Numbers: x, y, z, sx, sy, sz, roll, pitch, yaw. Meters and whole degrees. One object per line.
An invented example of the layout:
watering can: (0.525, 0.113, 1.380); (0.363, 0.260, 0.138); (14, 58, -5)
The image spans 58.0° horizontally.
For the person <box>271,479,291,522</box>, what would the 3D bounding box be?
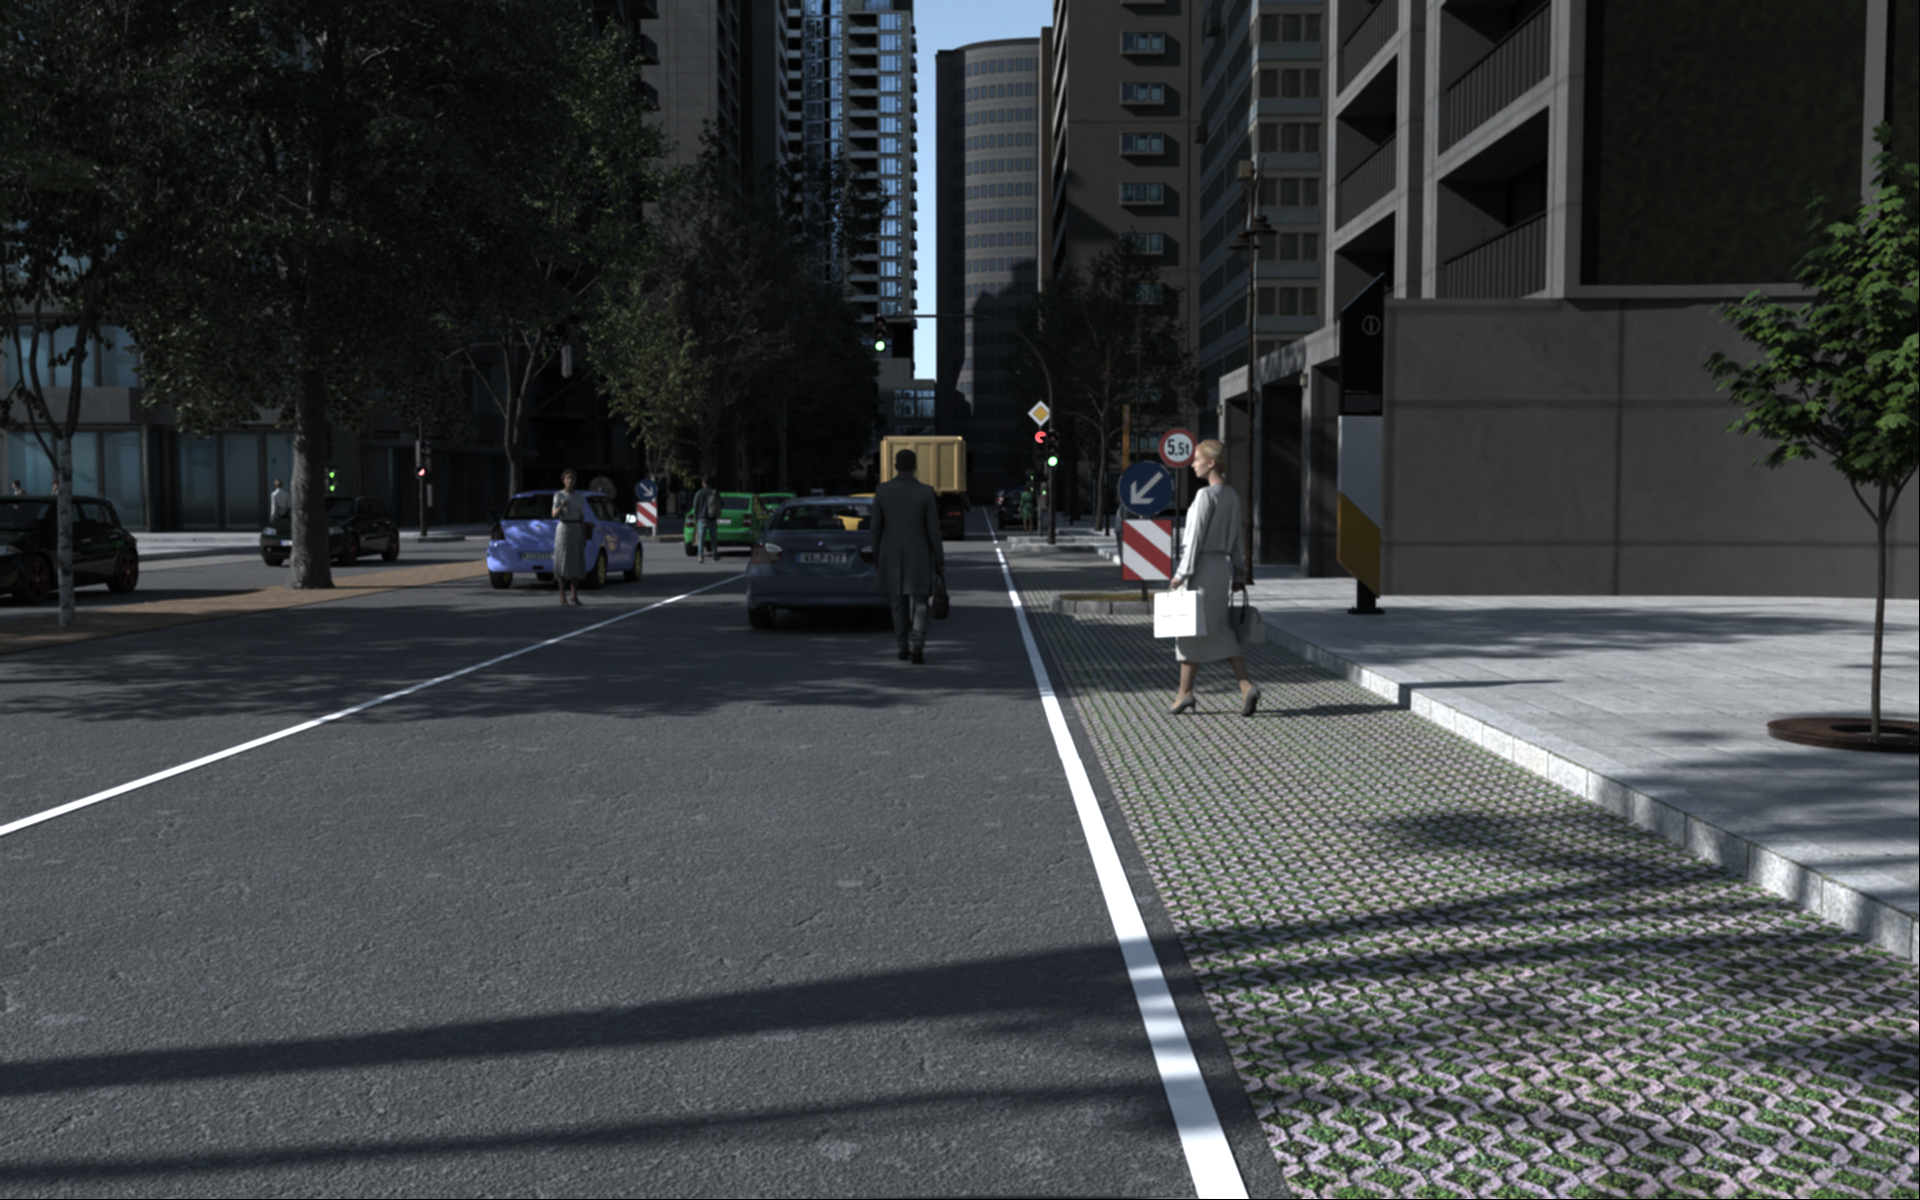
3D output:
person: (-16.127, -1.983, 41.153); (0.478, 1.798, 0.641); (-2, 4, -28)

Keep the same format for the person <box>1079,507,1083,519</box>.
person: (5.876, -4.542, 85.806); (0.738, 1.151, 1.012); (1, 4, 21)

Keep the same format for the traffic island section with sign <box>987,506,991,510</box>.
traffic island section with sign: (3.553, -8.881, 153.826); (1.989, 1.847, 2.006); (0, 4, 1)

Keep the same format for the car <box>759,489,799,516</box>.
car: (-6.343, -3.183, 60.844); (1.959, 1.807, 4.718); (0, 4, 2)

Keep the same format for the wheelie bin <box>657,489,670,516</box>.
wheelie bin: (-17.514, -5.739, 101.741); (0.980, 1.594, 0.693); (0, 4, 0)

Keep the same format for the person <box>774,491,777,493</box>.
person: (-19.214, -10.622, 179.693); (0.705, 1.826, 1.348); (-1, 4, -23)

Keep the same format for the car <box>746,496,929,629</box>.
car: (-1.315, -0.471, 19.706); (2.014, 1.417, 4.499); (0, 4, 3)

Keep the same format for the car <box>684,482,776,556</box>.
car: (-5.435, -1.997, 41.452); (1.959, 1.807, 4.718); (0, 4, 1)

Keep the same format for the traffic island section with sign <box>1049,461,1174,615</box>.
traffic island section with sign: (2.110, -0.777, 21.334); (1.989, 1.847, 2.006); (0, 4, 1)

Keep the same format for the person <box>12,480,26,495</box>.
person: (-26.654, -2.490, 49.121); (0.656, 1.842, 0.836); (0, 4, 7)

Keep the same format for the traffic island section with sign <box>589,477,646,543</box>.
traffic island section with sign: (-9.341, -2.222, 44.459); (2.006, 1.907, 1.989); (0, 4, 1)

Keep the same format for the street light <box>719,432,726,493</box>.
street light: (-17.359, -9.425, 126.890); (0.468, 5.910, 1.993); (0, 4, 1)

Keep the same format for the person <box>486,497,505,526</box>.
person: (-18.453, -3.511, 68.943); (1.012, 1.151, 0.738); (-2, 4, -32)

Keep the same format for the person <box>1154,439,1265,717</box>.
person: (1.615, -0.136, 11.076); (0.694, 1.780, 0.624); (-3, 4, -38)

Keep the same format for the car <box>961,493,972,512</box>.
car: (-0.101, -8.079, 141.131); (2.155, 1.783, 4.494); (0, 4, 1)

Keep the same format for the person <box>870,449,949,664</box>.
person: (-0.417, -0.379, 14.798); (0.694, 1.812, 0.767); (1, 4, 10)

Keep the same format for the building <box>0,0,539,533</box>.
building: (-31.181, -27.512, 69.423); (23.786, 49.044, 30.456); (0, 4, 1)

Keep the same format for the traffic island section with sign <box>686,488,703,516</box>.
traffic island section with sign: (-15.311, -5.824, 103.848); (1.989, 1.847, 2.006); (0, 4, 1)

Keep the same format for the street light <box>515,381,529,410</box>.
street light: (-18.028, -5.995, 70.800); (0.468, 5.910, 1.993); (0, 4, 1)

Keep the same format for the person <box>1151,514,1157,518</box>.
person: (9.672, -4.932, 86.868); (0.721, 1.800, 0.419); (-1, 4, -19)

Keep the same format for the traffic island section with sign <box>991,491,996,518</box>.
traffic island section with sign: (3.019, -5.862, 104.468); (1.989, 1.847, 2.006); (0, 4, 1)

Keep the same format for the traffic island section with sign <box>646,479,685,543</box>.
traffic island section with sign: (-9.250, -2.675, 51.866); (2.006, 1.907, 1.989); (0, 4, 1)

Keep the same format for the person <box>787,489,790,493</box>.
person: (-18.067, -10.739, 181.634); (1.348, 1.824, 0.705); (1, 4, 20)

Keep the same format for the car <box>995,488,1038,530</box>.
car: (2.422, -3.709, 70.430); (2.009, 1.686, 4.222); (0, 4, 2)

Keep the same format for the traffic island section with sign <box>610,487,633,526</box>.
traffic island section with sign: (-15.604, -4.175, 76.884); (1.989, 1.847, 2.006); (0, 4, 1)

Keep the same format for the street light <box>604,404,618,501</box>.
street light: (-17.905, -7.112, 89.061); (0.468, 5.910, 1.993); (0, 4, 1)

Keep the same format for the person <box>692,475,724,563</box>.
person: (-5.277, -1.677, 35.905); (0.794, 1.824, 0.713); (1, 4, 11)

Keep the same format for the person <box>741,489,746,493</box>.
person: (-17.752, -8.286, 142.324); (0.742, 1.727, 0.445); (3, 4, 39)

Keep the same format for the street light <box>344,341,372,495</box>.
street light: (-18.193, -4.878, 52.540); (0.468, 5.910, 1.993); (0, 4, 1)

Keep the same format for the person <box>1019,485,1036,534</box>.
person: (2.451, -3.293, 62.595); (0.600, 1.795, 0.529); (-1, 4, -16)

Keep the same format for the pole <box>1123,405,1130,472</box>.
pole: (3.792, -2.797, 39.580); (0.158, 3.312, 0.155); (0, 3, 0)

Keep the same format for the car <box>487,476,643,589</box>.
car: (-6.159, -1.088, 27.379); (1.945, 1.707, 3.694); (0, 4, 2)

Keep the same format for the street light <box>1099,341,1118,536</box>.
street light: (4.485, -4.877, 52.519); (0.468, 5.910, 1.993); (0, 4, 1)

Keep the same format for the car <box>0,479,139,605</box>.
car: (-12.823, -0.847, 23.637); (2.009, 1.686, 4.222); (0, 4, -1)

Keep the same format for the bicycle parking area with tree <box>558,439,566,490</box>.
bicycle parking area with tree: (-23.073, -6.330, 90.505); (8.231, 4.147, 9.016); (2, 4, 27)

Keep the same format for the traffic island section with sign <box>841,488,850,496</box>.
traffic island section with sign: (-8.435, -7.270, 127.000); (2.006, 1.907, 1.989); (0, 4, 1)

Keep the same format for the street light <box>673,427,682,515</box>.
street light: (-17.666, -8.262, 107.877); (0.468, 5.910, 1.993); (0, 4, 1)

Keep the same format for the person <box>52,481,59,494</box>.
person: (-24.839, -2.401, 47.940); (0.592, 1.802, 0.473); (0, 4, -4)

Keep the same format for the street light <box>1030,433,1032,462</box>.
street light: (5.166, -9.414, 126.714); (0.468, 5.910, 1.993); (0, 4, 1)

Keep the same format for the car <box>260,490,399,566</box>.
car: (-12.937, -1.584, 35.682); (2.009, 1.686, 4.222); (0, 3, 0)

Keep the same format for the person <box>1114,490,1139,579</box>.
person: (2.759, -1.114, 29.308); (0.523, 1.515, 0.503); (-2, 4, -31)

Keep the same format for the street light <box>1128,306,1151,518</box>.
street light: (4.415, -4.281, 42.787); (0.468, 5.910, 1.993); (0, 4, 1)

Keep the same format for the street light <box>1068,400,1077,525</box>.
street light: (4.565, -5.993, 70.780); (0.468, 5.910, 1.993); (0, 4, 1)

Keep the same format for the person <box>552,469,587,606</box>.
person: (-4.976, -0.803, 22.194); (0.480, 1.755, 0.524); (-3, 5, -44)

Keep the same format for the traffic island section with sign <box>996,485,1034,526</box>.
traffic island section with sign: (2.723, -4.213, 77.514); (1.989, 1.847, 2.006); (0, 4, 1)

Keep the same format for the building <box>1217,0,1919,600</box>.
building: (15.547, -35.832, 24.102); (20.563, 71.187, 20.611); (0, 4, 1)

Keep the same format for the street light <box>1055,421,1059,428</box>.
street light: (4.862, -7.139, 89.502); (0.468, 5.910, 1.993); (0, 4, 1)

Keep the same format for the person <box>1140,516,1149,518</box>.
person: (3.885, -1.589, 37.042); (0.382, 1.210, 0.505); (0, 4, -8)

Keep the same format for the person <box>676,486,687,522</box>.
person: (-14.222, -4.895, 88.376); (0.795, 1.843, 0.661); (1, 4, 22)

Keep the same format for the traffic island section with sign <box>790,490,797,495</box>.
traffic island section with sign: (-14.766, -8.893, 154.035); (1.989, 1.847, 2.006); (0, 4, 1)

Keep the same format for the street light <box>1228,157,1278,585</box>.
street light: (4.068, -3.147, 24.244); (0.468, 5.910, 1.993); (0, 4, 1)

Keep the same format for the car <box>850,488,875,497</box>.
car: (-1.659, -1.542, 35.440); (2.015, 1.641, 3.980); (0, 4, 2)
